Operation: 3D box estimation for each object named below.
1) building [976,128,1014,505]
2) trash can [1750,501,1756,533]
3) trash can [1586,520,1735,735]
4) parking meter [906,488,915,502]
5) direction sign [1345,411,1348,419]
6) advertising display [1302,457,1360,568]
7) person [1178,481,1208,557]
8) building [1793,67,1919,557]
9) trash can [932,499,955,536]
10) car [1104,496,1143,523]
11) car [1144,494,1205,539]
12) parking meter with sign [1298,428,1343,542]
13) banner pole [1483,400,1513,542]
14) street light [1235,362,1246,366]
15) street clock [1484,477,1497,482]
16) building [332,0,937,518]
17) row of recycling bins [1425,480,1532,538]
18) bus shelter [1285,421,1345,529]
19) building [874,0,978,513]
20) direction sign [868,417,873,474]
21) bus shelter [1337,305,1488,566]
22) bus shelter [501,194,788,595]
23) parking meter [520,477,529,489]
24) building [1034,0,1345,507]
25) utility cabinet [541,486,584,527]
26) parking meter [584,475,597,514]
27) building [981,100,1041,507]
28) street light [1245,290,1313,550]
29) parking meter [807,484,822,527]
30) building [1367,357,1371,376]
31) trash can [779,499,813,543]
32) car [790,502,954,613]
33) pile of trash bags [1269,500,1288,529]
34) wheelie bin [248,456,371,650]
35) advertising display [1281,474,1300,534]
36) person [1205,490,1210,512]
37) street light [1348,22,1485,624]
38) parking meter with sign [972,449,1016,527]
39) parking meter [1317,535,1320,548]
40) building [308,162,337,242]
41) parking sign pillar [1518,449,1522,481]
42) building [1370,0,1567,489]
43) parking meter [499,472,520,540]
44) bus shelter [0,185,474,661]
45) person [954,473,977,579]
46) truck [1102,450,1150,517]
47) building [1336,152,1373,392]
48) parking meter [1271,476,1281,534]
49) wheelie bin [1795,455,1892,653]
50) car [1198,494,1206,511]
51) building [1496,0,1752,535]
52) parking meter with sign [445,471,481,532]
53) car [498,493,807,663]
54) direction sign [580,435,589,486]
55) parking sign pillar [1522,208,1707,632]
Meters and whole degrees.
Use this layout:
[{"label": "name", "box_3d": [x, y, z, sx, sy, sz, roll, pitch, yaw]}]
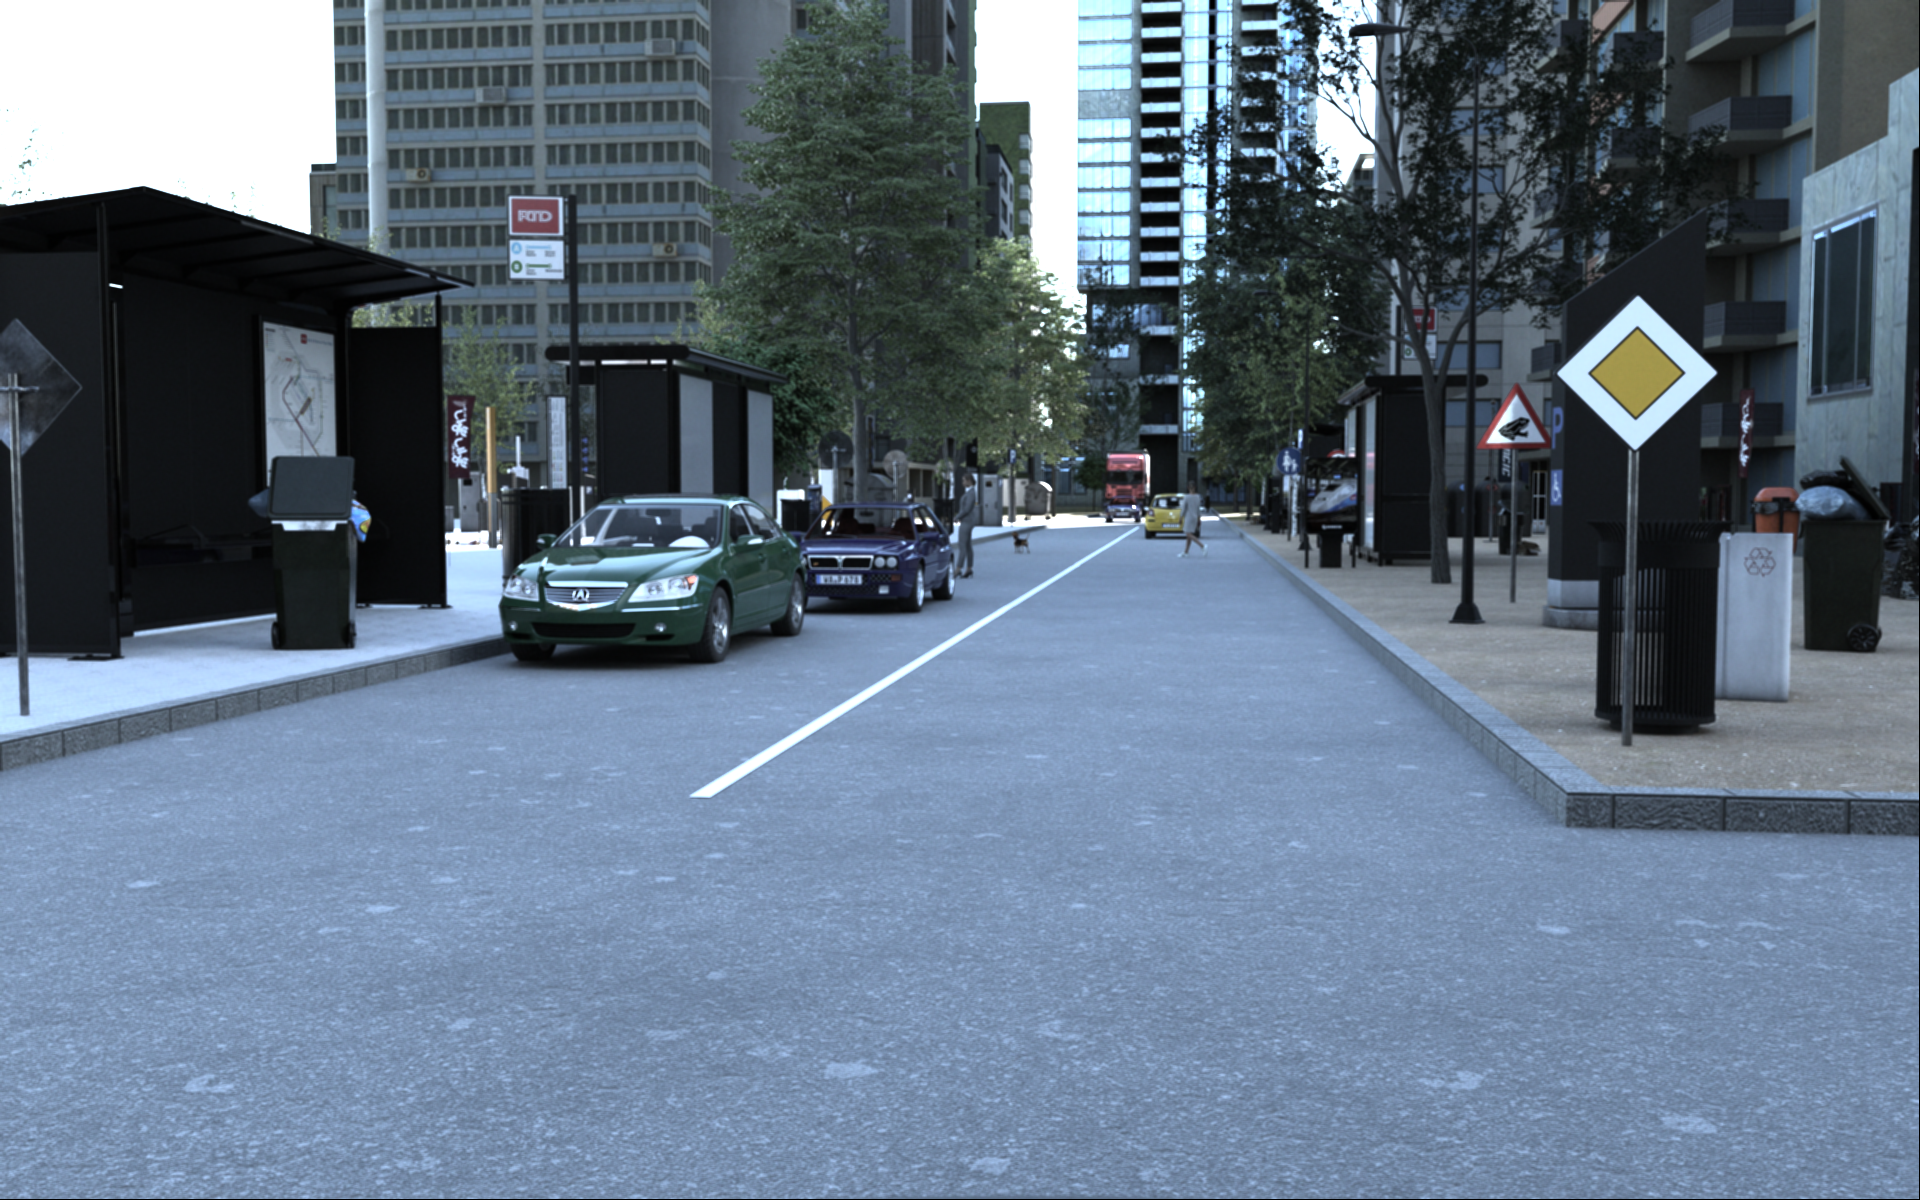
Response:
[{"label": "building", "box_3d": [-2.735, -22.939, 146.759, 14.107, 30.474, 14.160, 0, 4, 8]}, {"label": "trash can", "box_3d": [17.464, -1.578, 37.462, 0.748, 1.137, 0.748, 0, 3, 0]}, {"label": "trash can", "box_3d": [3.789, 0.137, 9.420, 0.748, 1.137, 0.748, 0, 3, 0]}, {"label": "parking meter", "box_3d": [-2.144, -4.077, 75.064, 0.372, 1.533, 0.369, 0, 3, 0]}, {"label": "direction sign", "box_3d": [10.598, -3.367, 47.051, 0.379, 3.537, 0.876, 0, 4, -6]}, {"label": "advertising display", "box_3d": [6.454, -1.523, 30.121, 0.974, 1.923, 0.123, 0, 4, -8]}, {"label": "person", "box_3d": [5.286, -1.834, 39.236, 0.760, 1.731, 0.466, 2, 4, 29]}, {"label": "building", "box_3d": [29.727, -43.334, 21.177, 31.000, 86.520, 22.319, 0, 4, 8]}, {"label": "trash can", "box_3d": [-0.505, -2.568, 53.648, 0.748, 1.137, 0.748, 0, 3, 0]}, {"label": "car", "box_3d": [8.262, -4.576, 87.400, 1.945, 1.354, 3.894, 0, 4, 8]}, {"label": "car", "box_3d": [6.987, -2.841, 56.682, 2.015, 1.641, 3.980, 1, 4, 9]}, {"label": "parking meter with sign", "box_3d": [9.937, -3.056, 46.234, 1.738, 3.016, 0.543, 0, 4, -2]}, {"label": "banner pole", "box_3d": [14.388, -3.430, 46.100, 0.863, 3.779, 0.401, 0, 4, -3]}, {"label": "street light", "box_3d": [10.345, -5.420, 61.164, 1.470, 5.913, 1.316, 0, 4, 8]}, {"label": "street clock", "box_3d": [21.871, -4.094, 71.503, 0.471, 2.002, 0.358, 2, 4, 31]}, {"label": "building", "box_3d": [-18.059, -24.907, 99.105, 32.217, 40.220, 23.993, 0, 4, 8]}, {"label": "row of recycling bins", "box_3d": [15.240, -2.712, 51.449, 3.534, 1.692, 1.069, -1, 4, -11]}, {"label": "bus shelter", "box_3d": [11.981, -4.111, 58.496, 1.731, 3.624, 6.357, 0, 4, 8]}, {"label": "building", "box_3d": [-6.621, -26.507, 116.978, 14.154, 41.232, 14.086, 0, 4, 8]}, {"label": "direction sign", "box_3d": [-2.641, -3.623, 51.237, 0.379, 3.537, 0.876, 0, 4, 4]}, {"label": "bus shelter", "box_3d": [8.769, -3.488, 34.654, 2.179, 5.291, 8.768, 0, 4, 8]}, {"label": "bus shelter", "box_3d": [-4.632, -2.948, 25.833, 2.179, 5.291, 8.768, 0, 4, 8]}, {"label": "parking meter", "box_3d": [-14.651, -3.200, 58.025, 0.399, 1.863, 0.255, -2, 4, -32]}, {"label": "building", "box_3d": [24.396, -53.229, 182.971, 31.000, 86.520, 22.319, 0, 4, 8]}, {"label": "utility cabinet", "box_3d": [-11.334, -2.490, 49.387, 1.173, 1.500, 0.318, -2, 4, -26]}, {"label": "parking meter", "box_3d": [-11.068, -2.838, 52.114, 0.399, 1.863, 0.255, 2, 4, 24]}, {"label": "building", "box_3d": [1.173, -30.622, 184.263, 14.086, 41.232, 14.154, 0, 4, 8]}, {"label": "street light", "box_3d": [7.368, -4.099, 39.555, 1.470, 5.913, 1.316, 0, 4, 8]}, {"label": "parking meter", "box_3d": [-3.596, -2.105, 42.822, 0.372, 1.533, 0.369, 0, 3, 0]}, {"label": "building", "box_3d": [40.558, -50.017, 130.453, 22.319, 86.520, 31.000, 0, 4, 8]}, {"label": "trash can", "box_3d": [-3.800, -1.753, 40.309, 0.748, 1.137, 0.748, 0, 3, 0]}, {"label": "car", "box_3d": [-1.142, -0.593, 22.272, 1.945, 1.354, 3.894, 1, 4, 8]}, {"label": "pile of trash bags", "box_3d": [12.551, -3.330, 64.198, 1.912, 1.369, 3.447, 1, 4, 20]}, {"label": "wheelie bin", "box_3d": [-5.410, -0.401, 14.459, 0.980, 1.594, 0.693, -1, 4, -12]}, {"label": "advertising display", "box_3d": [10.751, -3.067, 55.354, 0.974, 1.923, 0.123, 0, 4, -3]}, {"label": "person", "box_3d": [19.249, -7.703, 135.178, 0.721, 1.736, 1.217, 1, 4, 11]}, {"label": "street light", "box_3d": [4.520, -2.730, 17.171, 1.470, 5.913, 1.316, 0, 4, 8]}, {"label": "parking meter with sign", "box_3d": [1.300, -4.375, 67.793, 1.738, 3.016, 0.543, 2, 4, 29]}, {"label": "parking meter", "box_3d": [8.714, -2.170, 41.186, 0.399, 1.863, 0.255, 2, 4, 27]}, {"label": "building", "box_3d": [-47.332, -23.312, 152.852, 14.107, 30.474, 14.160, 0, 4, 8]}, {"label": "parking sign pillar", "box_3d": [26.143, -5.535, 78.976, 1.447, 3.967, 1.447, 0, 4, 4]}, {"label": "building", "box_3d": [35.207, -34.238, 101.783, 21.231, 58.520, 28.212, 0, 4, 8]}, {"label": "parking meter", "box_3d": [-12.173, -2.503, 46.630, 0.399, 1.863, 0.255, 1, 4, 20]}, {"label": "bus shelter", "box_3d": [-6.646, -1.536, 16.402, 1.731, 3.624, 6.357, 0, 4, 8]}, {"label": "person", "box_3d": [0.019, -1.267, 29.491, 0.573, 1.790, 0.520, -1, 4, -14]}, {"label": "truck", "box_3d": [10.881, -7.545, 112.274, 2.839, 4.237, 11.283, 0, 4, 8]}, {"label": "building", "box_3d": [53.326, -30.232, 186.174, 23.993, 40.220, 32.217, 0, 4, 8]}, {"label": "parking meter", "box_3d": [10.265, -3.092, 56.266, 0.255, 1.863, 0.399, 1, 4, 14]}, {"label": "wheelie bin", "box_3d": [7.273, -0.390, 14.283, 0.693, 1.594, 0.980, 2, 4, 30]}, {"label": "car", "box_3d": [19.799, -8.223, 146.452, 2.014, 1.417, 4.499, 0, 4, 8]}, {"label": "building", "box_3d": [32.642, -24.823, 60.478, 22.147, 44.769, 28.867, 0, 4, 8]}, {"label": "parking meter with sign", "box_3d": [-16.529, -3.796, 58.327, 1.738, 3.016, 0.543, -1, 4, -19]}, {"label": "car", "box_3d": [-2.720, -0.274, 16.286, 2.131, 1.459, 4.920, 0, 4, 8]}, {"label": "direction sign", "box_3d": [-14.672, -4.583, 66.929, 0.876, 3.537, 0.379, 2, 4, 33]}, {"label": "parking sign pillar", "box_3d": [6.391, -1.723, 16.640, 1.447, 3.967, 1.447, 0, 4, 1]}]
